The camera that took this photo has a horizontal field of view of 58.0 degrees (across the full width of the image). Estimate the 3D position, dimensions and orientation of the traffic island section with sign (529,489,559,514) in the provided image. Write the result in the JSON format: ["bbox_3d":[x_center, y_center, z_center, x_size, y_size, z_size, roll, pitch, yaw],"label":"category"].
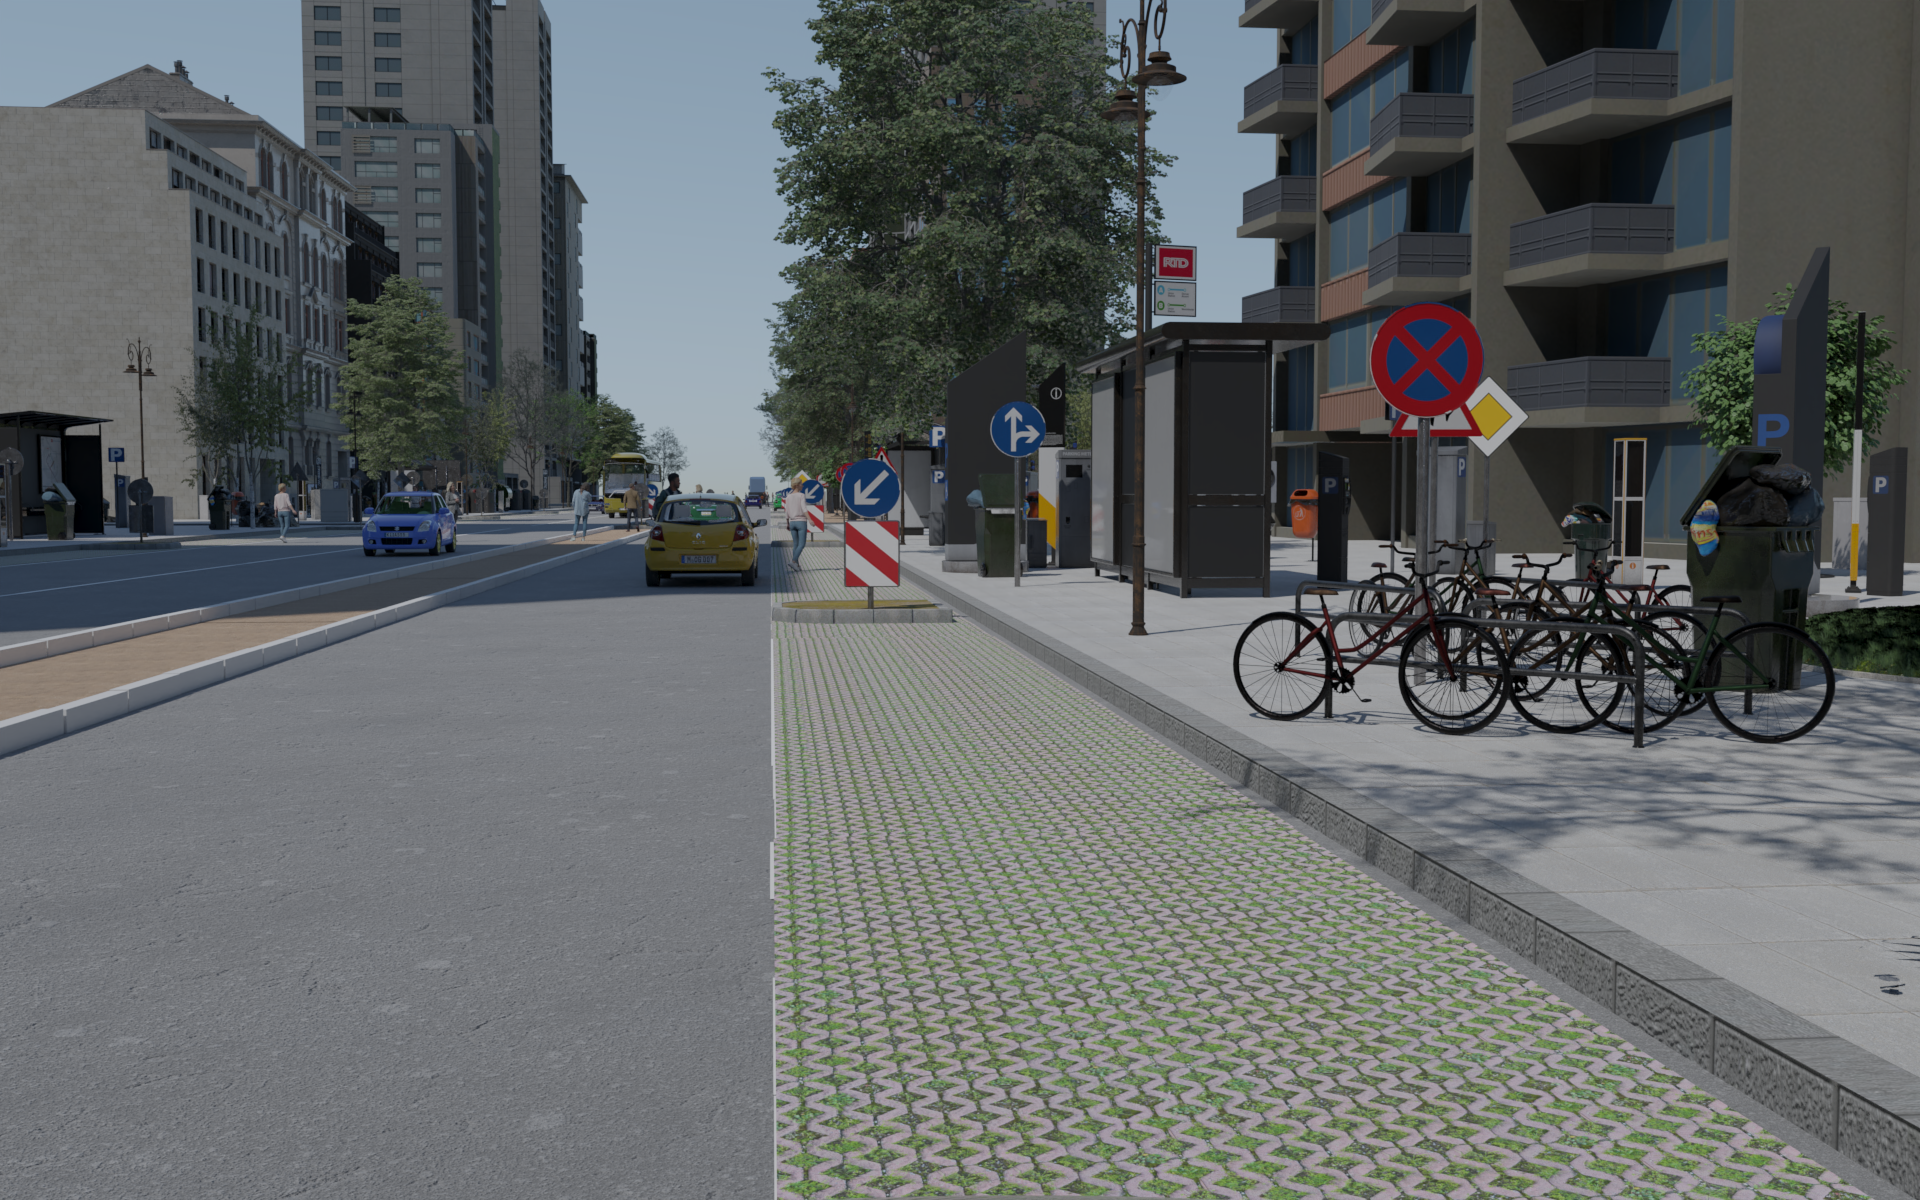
[{"bbox_3d":[-30.338,-7.199,126.325,1.989,1.847,2.006,0,4,-6],"label":"traffic island section with sign"}]

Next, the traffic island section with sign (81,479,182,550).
[{"bbox_3d":[-21.441,-2.225,45.001,1.989,1.847,2.006,0,4,-6],"label":"traffic island section with sign"}]

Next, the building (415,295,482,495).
[{"bbox_3d":[-61.856,-19.496,163.806,27.650,21.520,28.899,0,4,-6],"label":"building"}]

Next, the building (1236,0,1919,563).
[{"bbox_3d":[19.642,-23.881,45.072,22.147,44.769,28.867,0,4,-6],"label":"building"}]

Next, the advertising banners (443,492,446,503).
[{"bbox_3d":[-31.774,-6.783,107.097,0.090,3.025,2.074,-1,4,-9],"label":"advertising banners"}]

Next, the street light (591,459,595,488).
[{"bbox_3d":[-38.572,-12.821,182.405,0.468,5.910,1.993,0,4,-6],"label":"street light"}]

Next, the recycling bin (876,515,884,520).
[{"bbox_3d":[-4.160,-4.512,86.329,0.722,1.027,0.722,-1,4,-12],"label":"recycling bin"}]

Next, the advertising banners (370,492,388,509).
[{"bbox_3d":[-40.945,-7.775,123.314,2.074,3.025,0.090,-3,4,-38],"label":"advertising banners"}]

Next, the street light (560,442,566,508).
[{"bbox_3d":[-35.427,-11.112,154.476,0.468,5.910,1.993,0,4,-6],"label":"street light"}]

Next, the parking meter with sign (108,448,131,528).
[{"bbox_3d":[-31.733,-4.246,65.681,0.543,3.016,1.738,-1,4,-12],"label":"parking meter with sign"}]

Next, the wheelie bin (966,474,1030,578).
[{"bbox_3d":[0.563,-1.155,26.789,0.980,1.594,0.693,-1,4,-15],"label":"wheelie bin"}]

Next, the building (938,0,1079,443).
[{"bbox_3d":[2.074,-47.185,209.732,20.563,71.187,20.611,0,4,-6],"label":"building"}]

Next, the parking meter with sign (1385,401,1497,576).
[{"bbox_3d":[7.706,-1.923,27.708,1.738,3.016,0.543,3,5,39],"label":"parking meter with sign"}]

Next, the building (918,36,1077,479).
[{"bbox_3d":[3.396,-31.897,171.625,14.600,45.320,14.200,0,4,-6],"label":"building"}]

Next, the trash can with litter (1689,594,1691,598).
[{"bbox_3d":[9.842,-0.638,21.486,1.678,1.210,2.233,0,4,-1],"label":"trash can with litter"}]

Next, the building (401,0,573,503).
[{"bbox_3d":[-68.049,-49.855,253.381,20.563,71.187,20.611,0,4,-6],"label":"building"}]

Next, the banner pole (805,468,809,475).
[{"bbox_3d":[-13.040,-9.667,148.064,0.401,3.779,0.863,-3,4,-39],"label":"banner pole"}]

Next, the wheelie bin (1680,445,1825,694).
[{"bbox_3d":[5.226,-0.213,11.397,0.980,1.594,0.693,-3,4,-38],"label":"wheelie bin"}]

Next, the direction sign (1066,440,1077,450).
[{"bbox_3d":[4.509,-4.952,72.968,0.876,3.537,0.379,-1,4,-14],"label":"direction sign"}]

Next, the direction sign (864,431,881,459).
[{"bbox_3d":[-3.105,-4.304,62.367,0.876,3.537,0.379,-3,5,-44],"label":"direction sign"}]

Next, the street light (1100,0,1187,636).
[{"bbox_3d":[1.621,-2.617,15.574,0.468,5.910,1.993,0,4,-6],"label":"street light"}]

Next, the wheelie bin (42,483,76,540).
[{"bbox_3d":[-25.099,-2.466,48.226,0.693,1.594,0.980,0,4,-5],"label":"wheelie bin"}]

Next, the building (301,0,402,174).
[{"bbox_3d":[-63.029,-46.702,201.827,20.563,71.187,20.611,0,4,-6],"label":"building"}]

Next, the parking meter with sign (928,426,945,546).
[{"bbox_3d":[-0.541,-2.887,43.465,0.543,3.016,1.738,0,4,2],"label":"parking meter with sign"}]

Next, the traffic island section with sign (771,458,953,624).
[{"bbox_3d":[-1.174,-0.693,19.952,1.989,1.847,2.006,0,4,-6],"label":"traffic island section with sign"}]

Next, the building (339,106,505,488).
[{"bbox_3d":[-57.193,-30.688,185.348,14.154,41.232,14.086,0,4,-6],"label":"building"}]

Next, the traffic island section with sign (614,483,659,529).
[{"bbox_3d":[-13.145,-3.854,71.145,2.006,1.907,1.989,0,4,-6],"label":"traffic island section with sign"}]

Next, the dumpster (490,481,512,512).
[{"bbox_3d":[-33.549,-7.573,126.304,1.502,2.255,1.985,0,4,-6],"label":"dumpster"}]

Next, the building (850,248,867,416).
[{"bbox_3d":[-7.864,-39.481,300.135,22.147,44.769,28.867,0,4,-6],"label":"building"}]

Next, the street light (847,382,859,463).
[{"bbox_3d":[-4.430,-6.030,71.375,0.468,5.910,1.993,0,4,-6],"label":"street light"}]

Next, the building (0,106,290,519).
[{"bbox_3d":[-44.452,-14.658,94.413,10.420,20.320,16.860,0,4,-6],"label":"building"}]

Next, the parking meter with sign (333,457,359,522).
[{"bbox_3d":[-28.473,-5.101,79.658,0.543,3.016,1.738,2,4,24],"label":"parking meter with sign"}]

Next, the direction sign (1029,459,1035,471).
[{"bbox_3d":[4.370,-7.193,109.600,0.876,3.537,0.379,2,4,35],"label":"direction sign"}]

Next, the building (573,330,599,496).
[{"bbox_3d":[-70.397,-32.285,299.562,14.160,30.474,14.107,0,4,-6],"label":"building"}]

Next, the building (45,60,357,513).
[{"bbox_3d":[-49.587,-20.020,114.721,14.401,28.519,23.554,0,4,-6],"label":"building"}]

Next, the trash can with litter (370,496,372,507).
[{"bbox_3d":[-42.034,-6.974,125.084,2.233,1.210,1.678,1,4,14],"label":"trash can with litter"}]

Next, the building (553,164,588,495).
[{"bbox_3d":[-75.052,-42.095,277.489,28.713,52.752,27.495,0,4,-6],"label":"building"}]

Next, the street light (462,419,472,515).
[{"bbox_3d":[-30.255,-8.159,106.185,0.468,5.910,1.993,0,4,-6],"label":"street light"}]

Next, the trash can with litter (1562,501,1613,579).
[{"bbox_3d":[9.647,-0.905,26.182,1.055,1.170,0.624,-3,4,-36],"label":"trash can with litter"}]

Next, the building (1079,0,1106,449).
[{"bbox_3d":[3.872,-45.919,189.029,20.563,71.187,20.611,0,4,-6],"label":"building"}]

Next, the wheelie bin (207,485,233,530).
[{"bbox_3d":[-26.472,-3.308,62.000,0.693,1.594,0.980,0,4,0],"label":"wheelie bin"}]

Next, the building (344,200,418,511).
[{"bbox_3d":[-50.446,-18.696,135.357,12.332,23.373,15.834,0,4,-6],"label":"building"}]

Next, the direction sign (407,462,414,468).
[{"bbox_3d":[-38.621,-7.895,121.085,0.876,3.537,0.379,-1,4,-12],"label":"direction sign"}]

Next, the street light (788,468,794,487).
[{"bbox_3d":[-27.714,-19.033,283.969,0.468,5.910,1.993,0,4,-6],"label":"street light"}]

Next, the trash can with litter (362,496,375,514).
[{"bbox_3d":[-38.155,-6.153,111.992,0.624,1.170,1.055,3,5,40],"label":"trash can with litter"}]

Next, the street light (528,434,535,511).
[{"bbox_3d":[-33.202,-9.866,134.094,0.468,5.910,1.993,0,4,-6],"label":"street light"}]

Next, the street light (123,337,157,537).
[{"bbox_3d":[-24.139,-4.790,51.111,0.468,5.910,1.993,0,4,-6],"label":"street light"}]

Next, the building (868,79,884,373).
[{"bbox_3d":[-5.963,-51.103,273.786,20.563,71.187,20.611,0,4,-6],"label":"building"}]

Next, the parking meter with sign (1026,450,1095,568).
[{"bbox_3d":[2.008,-2.071,30.117,1.738,3.016,0.543,0,4,-6],"label":"parking meter with sign"}]

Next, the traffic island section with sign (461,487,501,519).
[{"bbox_3d":[-27.326,-5.519,98.864,1.989,1.847,2.006,0,4,-6],"label":"traffic island section with sign"}]

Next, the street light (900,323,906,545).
[{"bbox_3d":[-1.445,-4.323,43.470,0.468,5.910,1.993,0,4,-6],"label":"street light"}]

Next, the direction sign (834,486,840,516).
[{"bbox_3d":[-7.303,-6.776,102.776,0.379,3.537,0.876,1,4,17],"label":"direction sign"}]

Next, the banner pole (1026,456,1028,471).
[{"bbox_3d":[2.840,-5.586,81.346,0.863,3.779,0.401,-2,4,-23],"label":"banner pole"}]

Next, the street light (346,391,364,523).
[{"bbox_3d":[-27.069,-6.409,77.576,0.468,5.910,1.993,0,4,-6],"label":"street light"}]

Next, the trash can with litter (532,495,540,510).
[{"bbox_3d":[-35.556,-8.151,144.655,0.624,1.170,1.055,-1,4,-19],"label":"trash can with litter"}]

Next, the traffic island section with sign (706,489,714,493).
[{"bbox_3d":[-22.121,-8.873,153.203,2.006,1.907,1.989,0,4,-6],"label":"traffic island section with sign"}]
